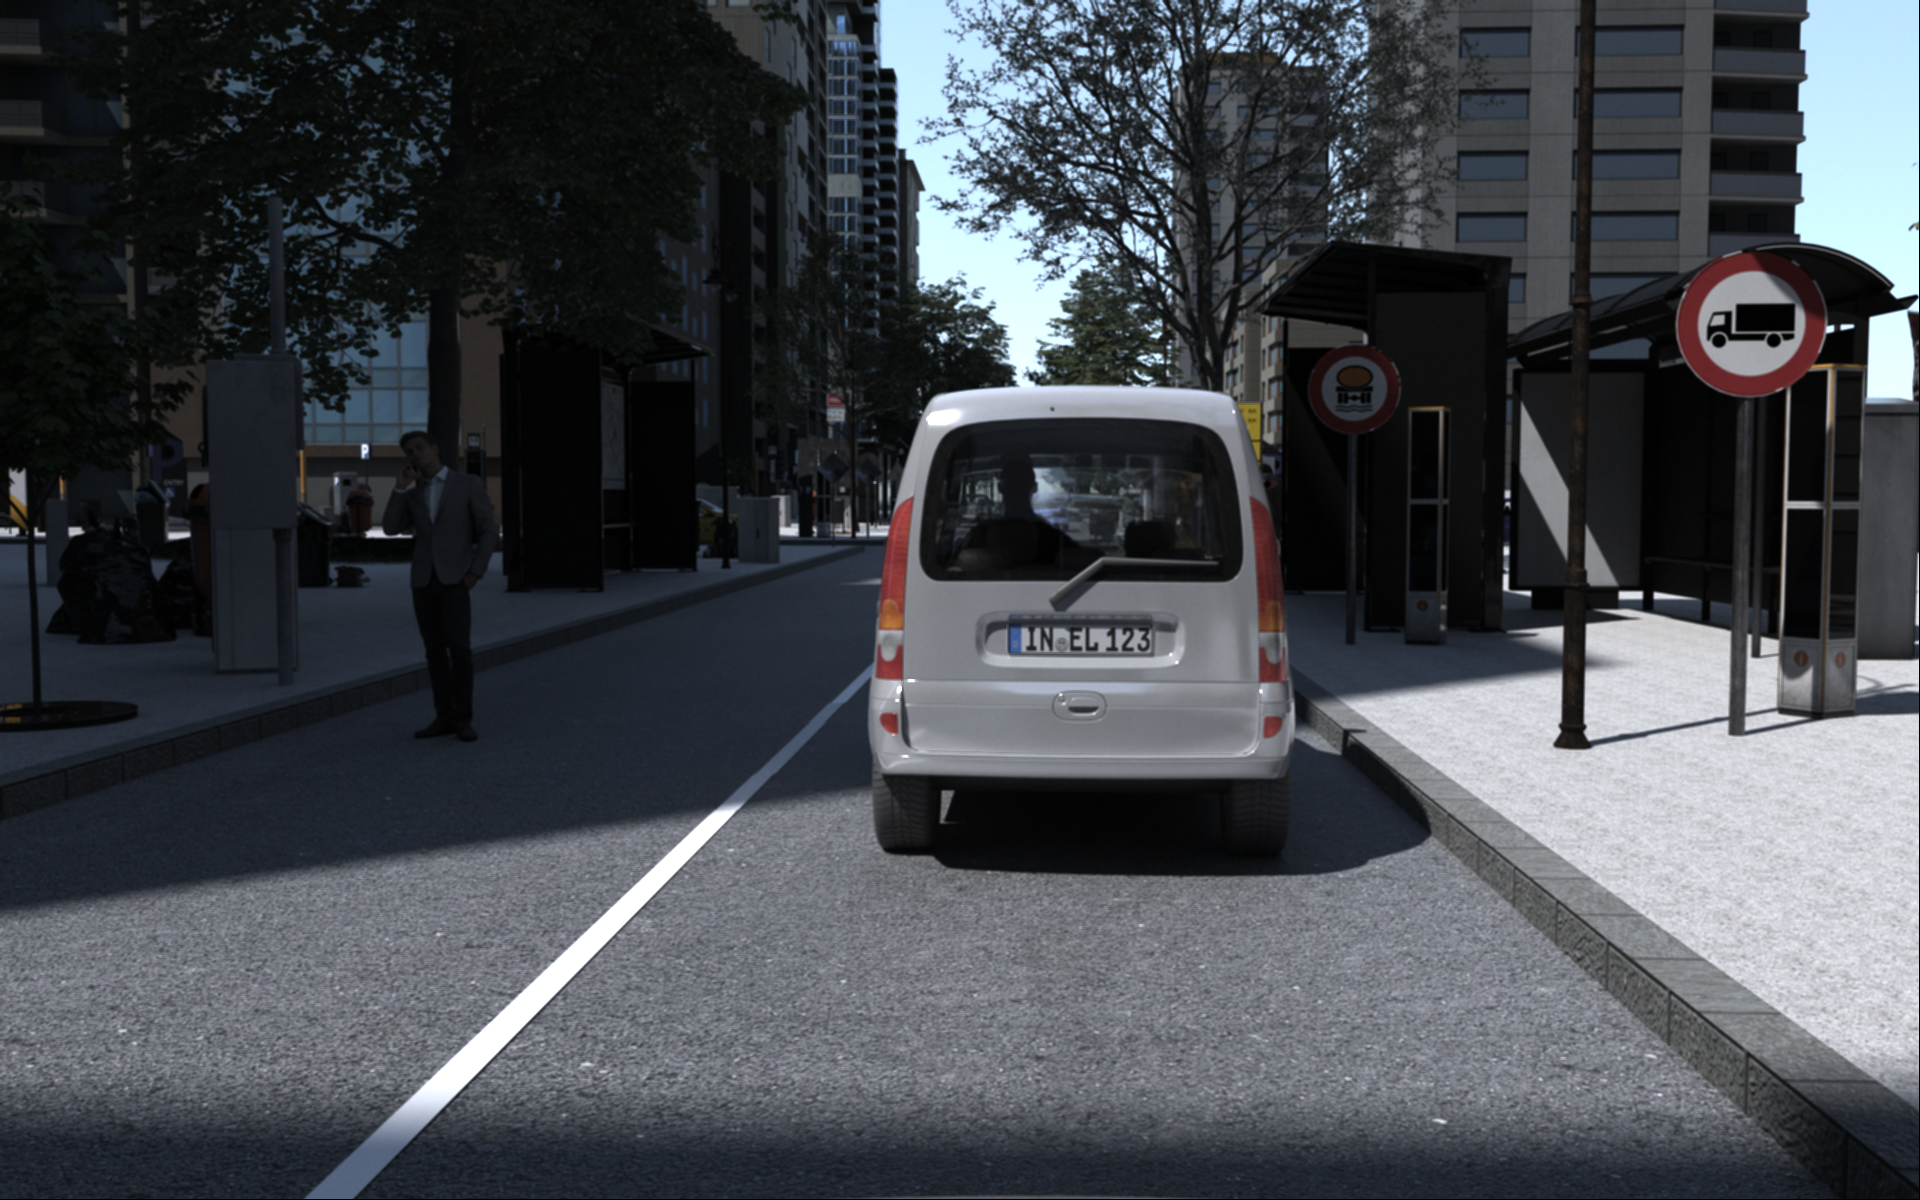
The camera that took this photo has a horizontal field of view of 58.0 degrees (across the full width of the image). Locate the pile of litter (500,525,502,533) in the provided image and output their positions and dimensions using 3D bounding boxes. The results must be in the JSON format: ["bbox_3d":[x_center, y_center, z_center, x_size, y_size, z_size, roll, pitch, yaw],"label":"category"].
[{"bbox_3d":[-14.698,-2.622,56.840,1.719,0.858,1.176,1,4,10],"label":"pile of litter"}]

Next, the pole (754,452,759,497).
[{"bbox_3d":[-9.803,-5.473,83.324,0.158,3.312,0.155,0,3,0],"label":"pole"}]

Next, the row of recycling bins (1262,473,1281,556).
[{"bbox_3d":[5.551,-1.648,34.063,3.534,1.692,1.069,0,4,-1],"label":"row of recycling bins"}]

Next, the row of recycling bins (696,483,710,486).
[{"bbox_3d":[-10.810,-3.468,63.812,3.534,1.692,1.069,0,4,5],"label":"row of recycling bins"}]

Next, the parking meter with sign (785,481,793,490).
[{"bbox_3d":[-10.617,-6.685,105.555,1.738,3.016,0.543,-3,5,-45],"label":"parking meter with sign"}]

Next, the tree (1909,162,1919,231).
[{"bbox_3d":[13.525,-4.258,19.989,4.737,8.622,4.395,0,3,0],"label":"tree"}]

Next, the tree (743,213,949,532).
[{"bbox_3d":[-3.868,-7.572,58.210,7.601,10.594,8.767,0,4,1],"label":"tree"}]

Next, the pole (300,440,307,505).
[{"bbox_3d":[-24.937,-4.402,65.821,0.158,3.312,0.155,0,3,0],"label":"pole"}]

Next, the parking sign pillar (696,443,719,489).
[{"bbox_3d":[-13.266,-6.245,90.581,1.447,3.967,1.447,-2,4,-28],"label":"parking sign pillar"}]

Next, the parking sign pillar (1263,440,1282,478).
[{"bbox_3d":[15.519,-5.919,85.251,1.447,3.967,1.447,0,4,-1],"label":"parking sign pillar"}]

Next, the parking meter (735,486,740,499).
[{"bbox_3d":[-7.371,-2.948,56.618,0.372,1.533,0.369,0,3,0],"label":"parking meter"}]

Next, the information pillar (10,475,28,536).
[{"bbox_3d":[-28.484,-3.733,52.382,0.504,3.616,0.183,0,4,1],"label":"information pillar"}]

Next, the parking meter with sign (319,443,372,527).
[{"bbox_3d":[-20.939,-3.835,58.957,0.543,3.016,1.738,3,5,40],"label":"parking meter with sign"}]

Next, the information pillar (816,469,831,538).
[{"bbox_3d":[-3.985,-2.821,50.620,0.304,2.012,0.304,2,4,33],"label":"information pillar"}]

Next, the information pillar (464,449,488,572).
[{"bbox_3d":[-7.979,-1.472,28.567,0.304,2.012,0.304,0,4,-5],"label":"information pillar"}]

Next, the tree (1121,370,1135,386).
[{"bbox_3d":[8.708,-9.429,104.527,4.737,8.622,4.395,0,3,0],"label":"tree"}]

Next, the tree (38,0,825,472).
[{"bbox_3d":[-4.831,-6.074,17.437,7.486,12.596,7.792,0,3,0],"label":"tree"}]

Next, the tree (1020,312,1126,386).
[{"bbox_3d":[12.048,-19.657,177.288,12.611,20.169,13.585,0,3,0],"label":"tree"}]

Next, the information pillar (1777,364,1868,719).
[{"bbox_3d":[4.964,-0.336,9.984,0.304,2.012,0.304,-2,4,-28],"label":"information pillar"}]

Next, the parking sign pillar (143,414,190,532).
[{"bbox_3d":[-27.007,-4.308,58.909,1.447,3.967,1.447,3,4,37],"label":"parking sign pillar"}]

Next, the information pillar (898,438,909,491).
[{"bbox_3d":[-2.368,-4.972,72.641,0.504,3.616,0.183,1,4,21],"label":"information pillar"}]

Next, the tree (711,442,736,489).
[{"bbox_3d":[-15.447,-7.584,107.717,4.285,4.588,4.351,0,3,0],"label":"tree"}]

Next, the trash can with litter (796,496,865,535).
[{"bbox_3d":[-4.205,-2.717,55.476,2.233,1.210,1.678,2,4,30],"label":"trash can with litter"}]

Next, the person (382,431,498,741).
[{"bbox_3d":[-3.048,-0.092,10.183,0.592,1.802,0.473,2,4,25],"label":"person"}]

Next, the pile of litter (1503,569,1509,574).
[{"bbox_3d":[8.312,-0.883,28.407,1.176,0.858,1.719,-1,4,-16],"label":"pile of litter"}]

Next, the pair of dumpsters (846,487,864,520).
[{"bbox_3d":[-4.417,-4.681,79.027,1.574,2.255,4.437,0,4,3],"label":"pair of dumpsters"}]

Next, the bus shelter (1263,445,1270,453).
[{"bbox_3d":[10.080,-4.292,64.090,2.014,3.302,5.546,0,4,3],"label":"bus shelter"}]

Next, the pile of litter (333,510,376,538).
[{"bbox_3d":[-17.646,-2.199,49.922,1.719,0.858,1.176,0,4,3],"label":"pile of litter"}]

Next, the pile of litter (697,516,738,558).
[{"bbox_3d":[-4.673,-1.282,34.931,1.719,0.858,1.176,2,4,26],"label":"pile of litter"}]

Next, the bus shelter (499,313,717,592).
[{"bbox_3d":[-5.028,-2.103,25.670,1.731,3.624,6.357,0,4,3],"label":"bus shelter"}]

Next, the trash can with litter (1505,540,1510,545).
[{"bbox_3d":[13.338,-1.786,40.596,1.055,1.170,0.624,1,4,16],"label":"trash can with litter"}]

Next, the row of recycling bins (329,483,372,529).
[{"bbox_3d":[-22.196,-3.419,63.008,1.069,1.692,3.534,0,4,-6],"label":"row of recycling bins"}]

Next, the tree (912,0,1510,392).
[{"bbox_3d":[4.166,-7.227,28.525,12.009,13.543,11.850,0,3,0],"label":"tree"}]

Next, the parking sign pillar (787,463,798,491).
[{"bbox_3d":[-11.102,-7.920,117.970,1.447,3.967,1.447,-1,4,-21],"label":"parking sign pillar"}]

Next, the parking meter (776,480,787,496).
[{"bbox_3d":[-7.156,-3.905,69.557,0.399,1.863,0.255,-2,4,-32],"label":"parking meter"}]

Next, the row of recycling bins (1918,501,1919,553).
[{"bbox_3d":[22.409,-1.906,38.274,3.534,1.692,1.069,0,4,-6],"label":"row of recycling bins"}]

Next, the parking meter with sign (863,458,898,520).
[{"bbox_3d":[-3.862,-5.374,84.118,1.738,3.016,0.543,1,4,9],"label":"parking meter with sign"}]

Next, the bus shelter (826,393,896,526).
[{"bbox_3d":[-4.087,-5.735,71.401,2.179,5.291,8.768,0,4,3],"label":"bus shelter"}]

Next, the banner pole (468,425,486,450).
[{"bbox_3d":[-17.465,-4.454,62.847,0.863,3.779,0.401,-3,5,-39],"label":"banner pole"}]

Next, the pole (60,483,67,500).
[{"bbox_3d":[-31.311,-4.075,60.472,0.158,3.312,0.155,0,3,0],"label":"pole"}]

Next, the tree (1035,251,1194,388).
[{"bbox_3d":[6.980,-10.001,81.643,7.486,12.596,7.792,0,3,0],"label":"tree"}]

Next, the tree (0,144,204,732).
[{"bbox_3d":[-5.151,-0.919,9.621,1.663,3.219,1.824,0,3,0],"label":"tree"}]

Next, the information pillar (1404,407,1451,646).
[{"bbox_3d":[3.990,-0.630,14.785,0.304,2.012,0.304,2,4,27],"label":"information pillar"}]

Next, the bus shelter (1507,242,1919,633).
[{"bbox_3d":[6.793,-1.393,16.707,2.014,3.302,5.546,0,4,3],"label":"bus shelter"}]

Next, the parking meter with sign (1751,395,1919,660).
[{"bbox_3d":[7.064,-1.053,13.470,1.738,3.016,0.543,0,4,1],"label":"parking meter with sign"}]

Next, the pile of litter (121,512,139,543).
[{"bbox_3d":[-19.906,-1.654,41.010,1.176,0.858,1.719,0,4,1],"label":"pile of litter"}]

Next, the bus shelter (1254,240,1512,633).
[{"bbox_3d":[4.450,-1.701,19.099,1.731,3.624,6.357,0,4,3],"label":"bus shelter"}]

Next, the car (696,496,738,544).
[{"bbox_3d":[-7.203,-2.189,46.019,3.980,1.641,2.015,0,4,3],"label":"car"}]

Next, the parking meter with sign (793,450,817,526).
[{"bbox_3d":[-5.969,-4.482,69.538,0.543,3.016,1.738,1,4,22],"label":"parking meter with sign"}]

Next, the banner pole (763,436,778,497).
[{"bbox_3d":[-8.249,-5.194,74.945,0.863,3.779,0.401,1,4,17],"label":"banner pole"}]

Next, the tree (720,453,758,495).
[{"bbox_3d":[-10.565,-5.351,82.087,1.663,3.219,1.824,0,3,0],"label":"tree"}]

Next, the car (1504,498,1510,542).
[{"bbox_3d":[14.090,-2.020,45.600,3.894,1.354,1.945,0,4,5],"label":"car"}]

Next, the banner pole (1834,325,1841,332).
[{"bbox_3d":[10.324,-1.892,20.954,0.863,3.779,0.401,3,5,43],"label":"banner pole"}]

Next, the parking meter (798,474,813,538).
[{"bbox_3d":[-4.576,-2.786,51.260,0.399,1.863,0.255,-3,5,-43],"label":"parking meter"}]

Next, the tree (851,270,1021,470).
[{"bbox_3d":[-1.689,-11.742,98.633,9.857,13.997,8.962,0,3,0],"label":"tree"}]

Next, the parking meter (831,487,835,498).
[{"bbox_3d":[-5.585,-4.262,75.397,0.255,1.863,0.399,-2,4,-24],"label":"parking meter"}]

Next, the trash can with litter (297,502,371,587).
[{"bbox_3d":[-8.732,-0.772,24.004,1.055,1.170,0.624,0,4,-2],"label":"trash can with litter"}]
